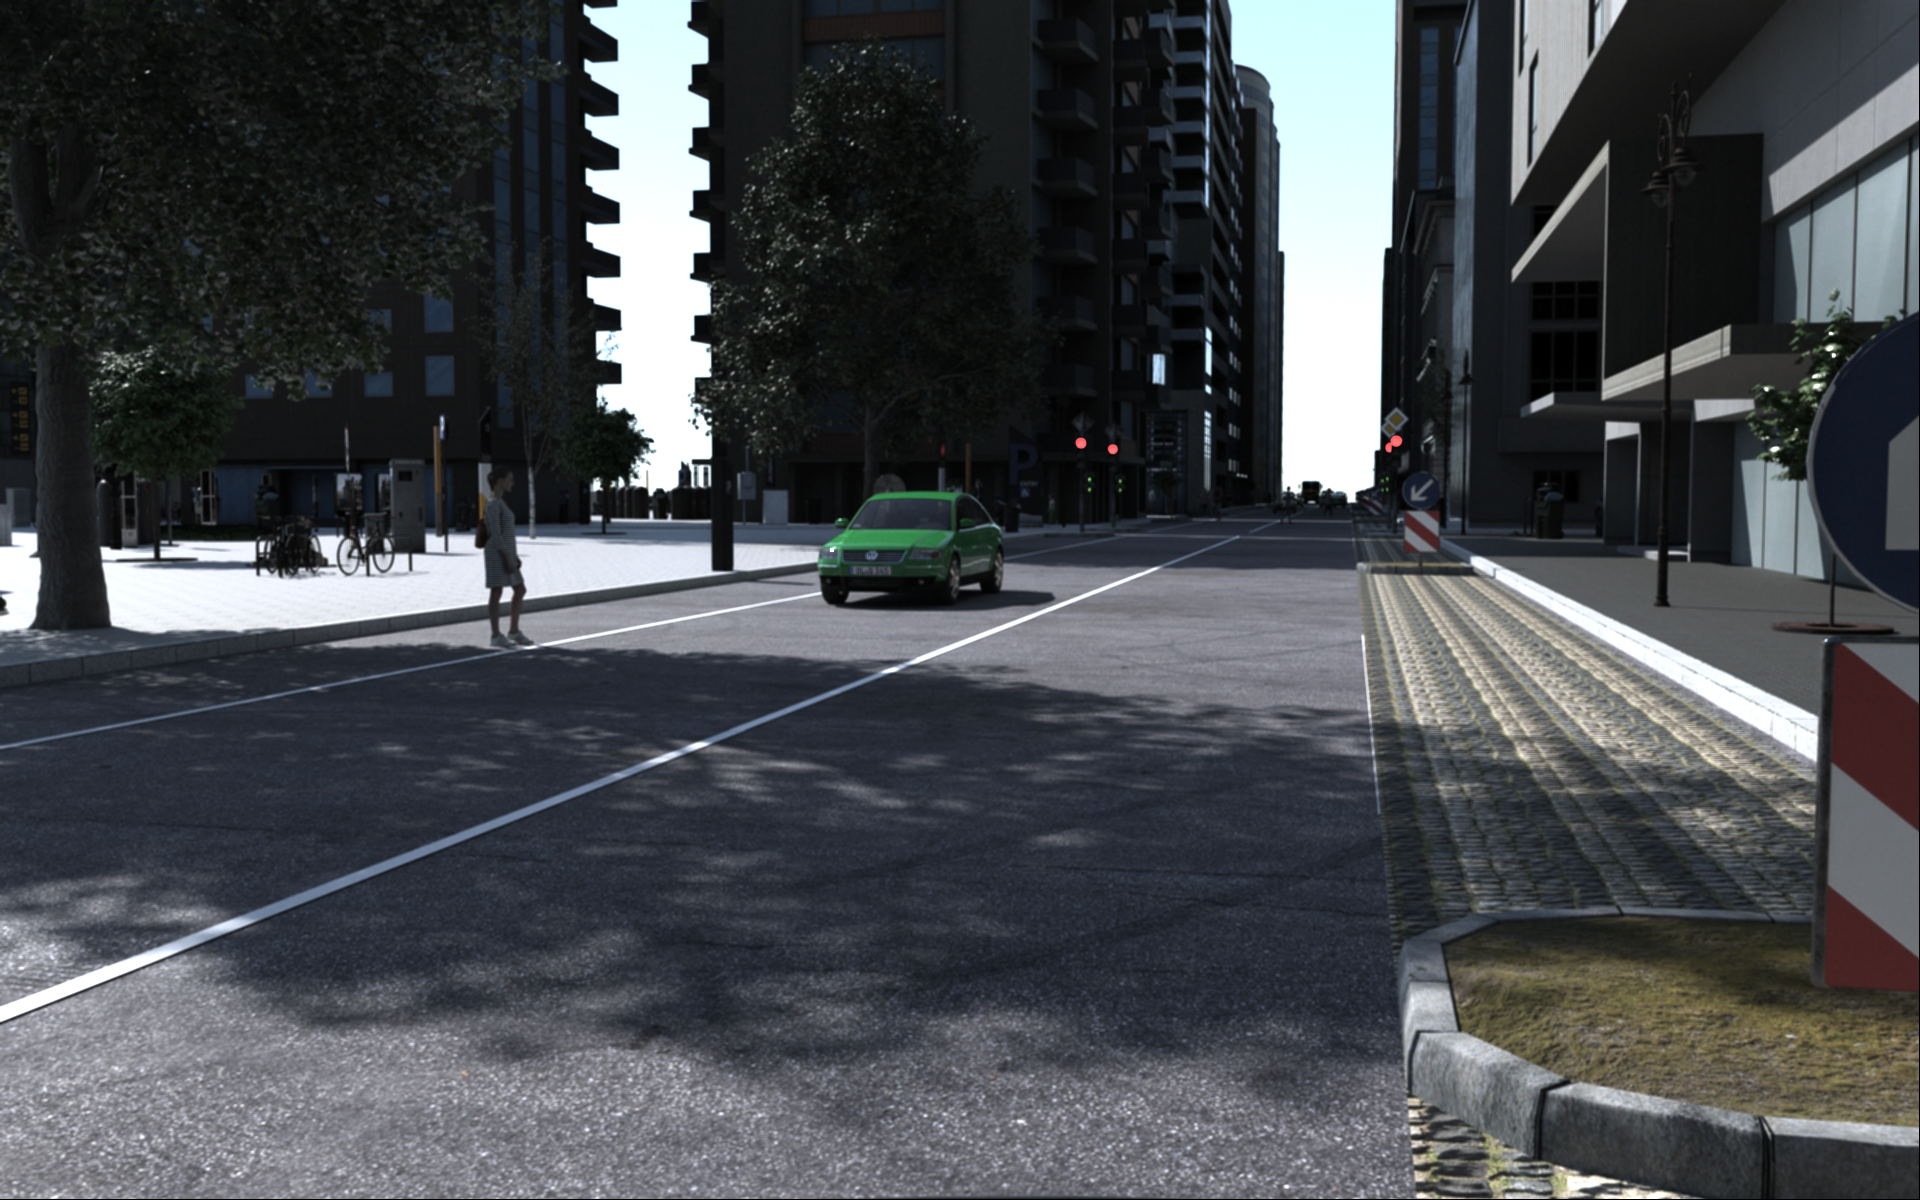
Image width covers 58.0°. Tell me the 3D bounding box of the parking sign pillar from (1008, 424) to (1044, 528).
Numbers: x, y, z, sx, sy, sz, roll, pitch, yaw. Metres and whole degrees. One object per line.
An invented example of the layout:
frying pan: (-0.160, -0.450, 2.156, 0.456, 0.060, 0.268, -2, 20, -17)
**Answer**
parking sign pillar: (2.514, -4.776, 66.563, 1.447, 3.967, 1.447, 0, 4, 8)

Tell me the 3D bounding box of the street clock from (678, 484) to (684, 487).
street clock: (-19.424, -7.092, 120.526, 0.358, 2.002, 0.471, 2, 4, 35)

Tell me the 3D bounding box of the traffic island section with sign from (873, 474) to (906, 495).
traffic island section with sign: (-1.459, -1.524, 33.540, 1.989, 1.847, 2.006, 1, 4, 13)

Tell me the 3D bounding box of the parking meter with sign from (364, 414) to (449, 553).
parking meter with sign: (-12.087, -2.542, 37.822, 1.738, 3.016, 0.543, -2, 4, -27)

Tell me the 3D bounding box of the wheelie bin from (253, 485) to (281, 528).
wheelie bin: (-23.718, -3.143, 59.294, 0.980, 1.594, 0.693, 1, 4, 20)

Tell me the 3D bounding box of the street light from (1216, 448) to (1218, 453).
street light: (20.796, -10.303, 141.235, 0.468, 5.910, 1.993, 1, 4, 13)

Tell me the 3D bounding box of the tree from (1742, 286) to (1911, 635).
tree: (8.168, -1.325, 16.273, 1.663, 3.219, 1.824, 0, 3, 0)

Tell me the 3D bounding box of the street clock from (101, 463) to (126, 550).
street clock: (-19.542, -2.169, 40.041, 0.358, 2.002, 0.471, 3, 5, 42)

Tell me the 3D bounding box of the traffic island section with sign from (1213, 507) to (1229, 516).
traffic island section with sign: (16.743, -6.481, 114.589, 1.989, 1.847, 2.006, 1, 4, 13)

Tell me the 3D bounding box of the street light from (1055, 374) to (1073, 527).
street light: (4.024, -5.762, 66.995, 0.468, 5.910, 1.993, 1, 4, 13)

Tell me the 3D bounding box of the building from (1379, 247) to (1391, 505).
building: (56.443, -26.335, 202.278, 14.160, 30.474, 14.107, 1, 4, 13)

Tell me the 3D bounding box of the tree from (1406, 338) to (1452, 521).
tree: (23.502, -8.079, 82.448, 4.737, 8.622, 4.395, 0, 3, 0)

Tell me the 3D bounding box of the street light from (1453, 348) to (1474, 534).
street light: (16.047, -5.031, 55.050, 0.468, 5.910, 1.993, 1, 4, 13)

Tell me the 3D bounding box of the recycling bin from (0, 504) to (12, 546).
recycling bin: (-24.150, -1.871, 43.153, 0.722, 1.027, 0.722, 0, 4, -6)

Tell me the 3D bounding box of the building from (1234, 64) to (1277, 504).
building: (31.331, -42.487, 236.663, 21.231, 58.520, 28.212, 1, 4, 13)

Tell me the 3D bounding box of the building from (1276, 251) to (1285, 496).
building: (45.806, -36.767, 284.733, 14.154, 41.232, 14.086, 1, 4, 13)

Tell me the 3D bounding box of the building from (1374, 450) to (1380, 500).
building: (77.435, -58.723, 272.788, 22.319, 86.520, 31.000, 1, 4, 13)

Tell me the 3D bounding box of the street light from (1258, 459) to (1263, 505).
street light: (38.858, -15.274, 222.516, 0.468, 5.910, 1.993, 1, 4, 13)

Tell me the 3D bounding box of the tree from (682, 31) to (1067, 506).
tree: (-2.129, -7.721, 43.253, 9.611, 12.733, 9.660, 0, 3, 0)

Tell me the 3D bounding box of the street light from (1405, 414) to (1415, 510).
street light: (26.081, -7.811, 100.499, 0.468, 5.910, 1.993, 1, 4, 13)

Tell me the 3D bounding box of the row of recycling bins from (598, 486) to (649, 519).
row of recycling bins: (-17.431, -5.115, 90.746, 1.069, 1.692, 3.534, -3, 5, -43)

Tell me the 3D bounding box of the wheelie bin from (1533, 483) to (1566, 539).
wheelie bin: (16.793, -2.534, 49.334, 0.693, 1.594, 0.980, -2, 4, -28)

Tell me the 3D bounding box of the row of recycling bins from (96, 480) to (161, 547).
row of recycling bins: (-21.014, -2.239, 43.727, 1.069, 1.692, 3.534, -1, 4, -13)

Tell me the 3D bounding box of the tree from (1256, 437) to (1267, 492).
tree: (35.096, -15.744, 207.774, 4.737, 8.622, 4.395, 0, 3, 0)

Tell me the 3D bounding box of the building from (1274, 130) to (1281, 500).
building: (37.381, -44.187, 264.457, 21.231, 58.520, 28.212, 1, 4, 13)

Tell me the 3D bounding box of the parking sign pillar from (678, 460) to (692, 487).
parking sign pillar: (-22.452, -9.426, 142.591, 1.447, 3.967, 1.447, -1, 4, -17)

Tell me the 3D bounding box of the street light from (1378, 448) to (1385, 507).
street light: (42.867, -12.374, 175.108, 0.468, 5.910, 1.993, 1, 4, 13)

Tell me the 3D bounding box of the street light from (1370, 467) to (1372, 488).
street light: (61.162, -17.358, 256.589, 0.468, 5.910, 1.993, 1, 4, 13)

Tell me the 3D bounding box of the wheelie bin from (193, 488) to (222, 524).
wheelie bin: (-23.594, -2.837, 54.297, 0.980, 1.594, 0.693, 3, 5, 43)

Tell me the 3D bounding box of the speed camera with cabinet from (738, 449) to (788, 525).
speed camera with cabinet: (-8.264, -4.790, 72.646, 2.038, 3.252, 0.660, -1, 4, -17)

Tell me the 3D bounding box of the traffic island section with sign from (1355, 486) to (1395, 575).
traffic island section with sign: (8.238, -1.396, 31.453, 1.989, 1.847, 2.006, 1, 4, 13)

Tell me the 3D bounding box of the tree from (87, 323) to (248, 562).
tree: (-15.406, -3.031, 33.268, 4.285, 4.588, 4.351, 0, 3, 0)

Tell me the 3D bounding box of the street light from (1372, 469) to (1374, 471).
street light: (53.201, -15.192, 221.175, 0.468, 5.910, 1.993, 1, 4, 13)

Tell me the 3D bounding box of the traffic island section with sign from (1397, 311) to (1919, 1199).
traffic island section with sign: (2.134, 0.265, 4.294, 1.989, 1.847, 2.006, 1, 4, 13)

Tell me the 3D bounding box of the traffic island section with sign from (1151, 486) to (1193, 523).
traffic island section with sign: (10.818, -4.866, 88.192, 1.989, 1.847, 2.006, 1, 4, 13)

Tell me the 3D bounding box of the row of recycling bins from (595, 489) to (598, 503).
row of recycling bins: (-31.867, -8.578, 147.356, 3.534, 1.692, 1.069, 1, 4, 22)

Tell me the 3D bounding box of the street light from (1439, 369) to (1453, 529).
street light: (18.006, -5.591, 64.196, 0.468, 5.910, 1.993, 1, 4, 13)

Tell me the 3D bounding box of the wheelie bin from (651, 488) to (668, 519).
wheelie bin: (-15.213, -4.884, 87.762, 0.693, 1.594, 0.980, -3, 5, -44)

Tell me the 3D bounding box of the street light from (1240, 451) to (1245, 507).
street light: (28.747, -12.469, 176.651, 0.468, 5.910, 1.993, 1, 4, 13)

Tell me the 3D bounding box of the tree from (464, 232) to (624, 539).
tree: (-12.018, -6.049, 49.266, 4.360, 8.622, 3.978, 0, 3, 0)

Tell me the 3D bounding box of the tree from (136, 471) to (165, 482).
tree: (-25.767, -3.661, 54.459, 1.663, 3.219, 1.824, 0, 3, 0)

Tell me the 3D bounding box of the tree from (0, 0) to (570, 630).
tree: (-8.429, -6.703, 16.251, 9.857, 13.997, 8.962, 0, 3, 0)

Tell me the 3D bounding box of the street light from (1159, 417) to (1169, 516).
street light: (12.041, -7.930, 102.450, 0.468, 5.910, 1.993, 1, 4, 13)

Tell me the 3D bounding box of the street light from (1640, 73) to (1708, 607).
street light: (8.025, -2.865, 19.625, 0.468, 5.910, 1.993, 1, 4, 13)

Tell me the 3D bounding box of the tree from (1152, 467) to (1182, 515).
tree: (12.630, -6.732, 104.667, 1.663, 3.219, 1.824, 0, 3, 0)

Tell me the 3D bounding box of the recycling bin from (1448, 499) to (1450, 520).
recycling bin: (24.209, -4.433, 85.027, 0.722, 1.027, 0.722, 2, 4, 24)

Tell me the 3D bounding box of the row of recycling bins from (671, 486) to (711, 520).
row of recycling bins: (-13.496, -4.919, 87.535, 1.069, 1.692, 3.534, 2, 4, 23)

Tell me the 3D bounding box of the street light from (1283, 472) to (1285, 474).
street light: (54.870, -19.609, 293.398, 0.468, 5.910, 1.993, 1, 4, 13)

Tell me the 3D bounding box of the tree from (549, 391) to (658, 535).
tree: (-11.358, -4.381, 55.348, 4.285, 4.588, 4.351, 0, 3, 0)

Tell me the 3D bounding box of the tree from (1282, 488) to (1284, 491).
tree: (54.496, -18.432, 295.965, 1.663, 3.219, 1.824, 0, 3, 0)

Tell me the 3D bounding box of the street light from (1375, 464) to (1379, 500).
street light: (50.951, -14.539, 210.495, 0.468, 5.910, 1.993, 1, 4, 13)
